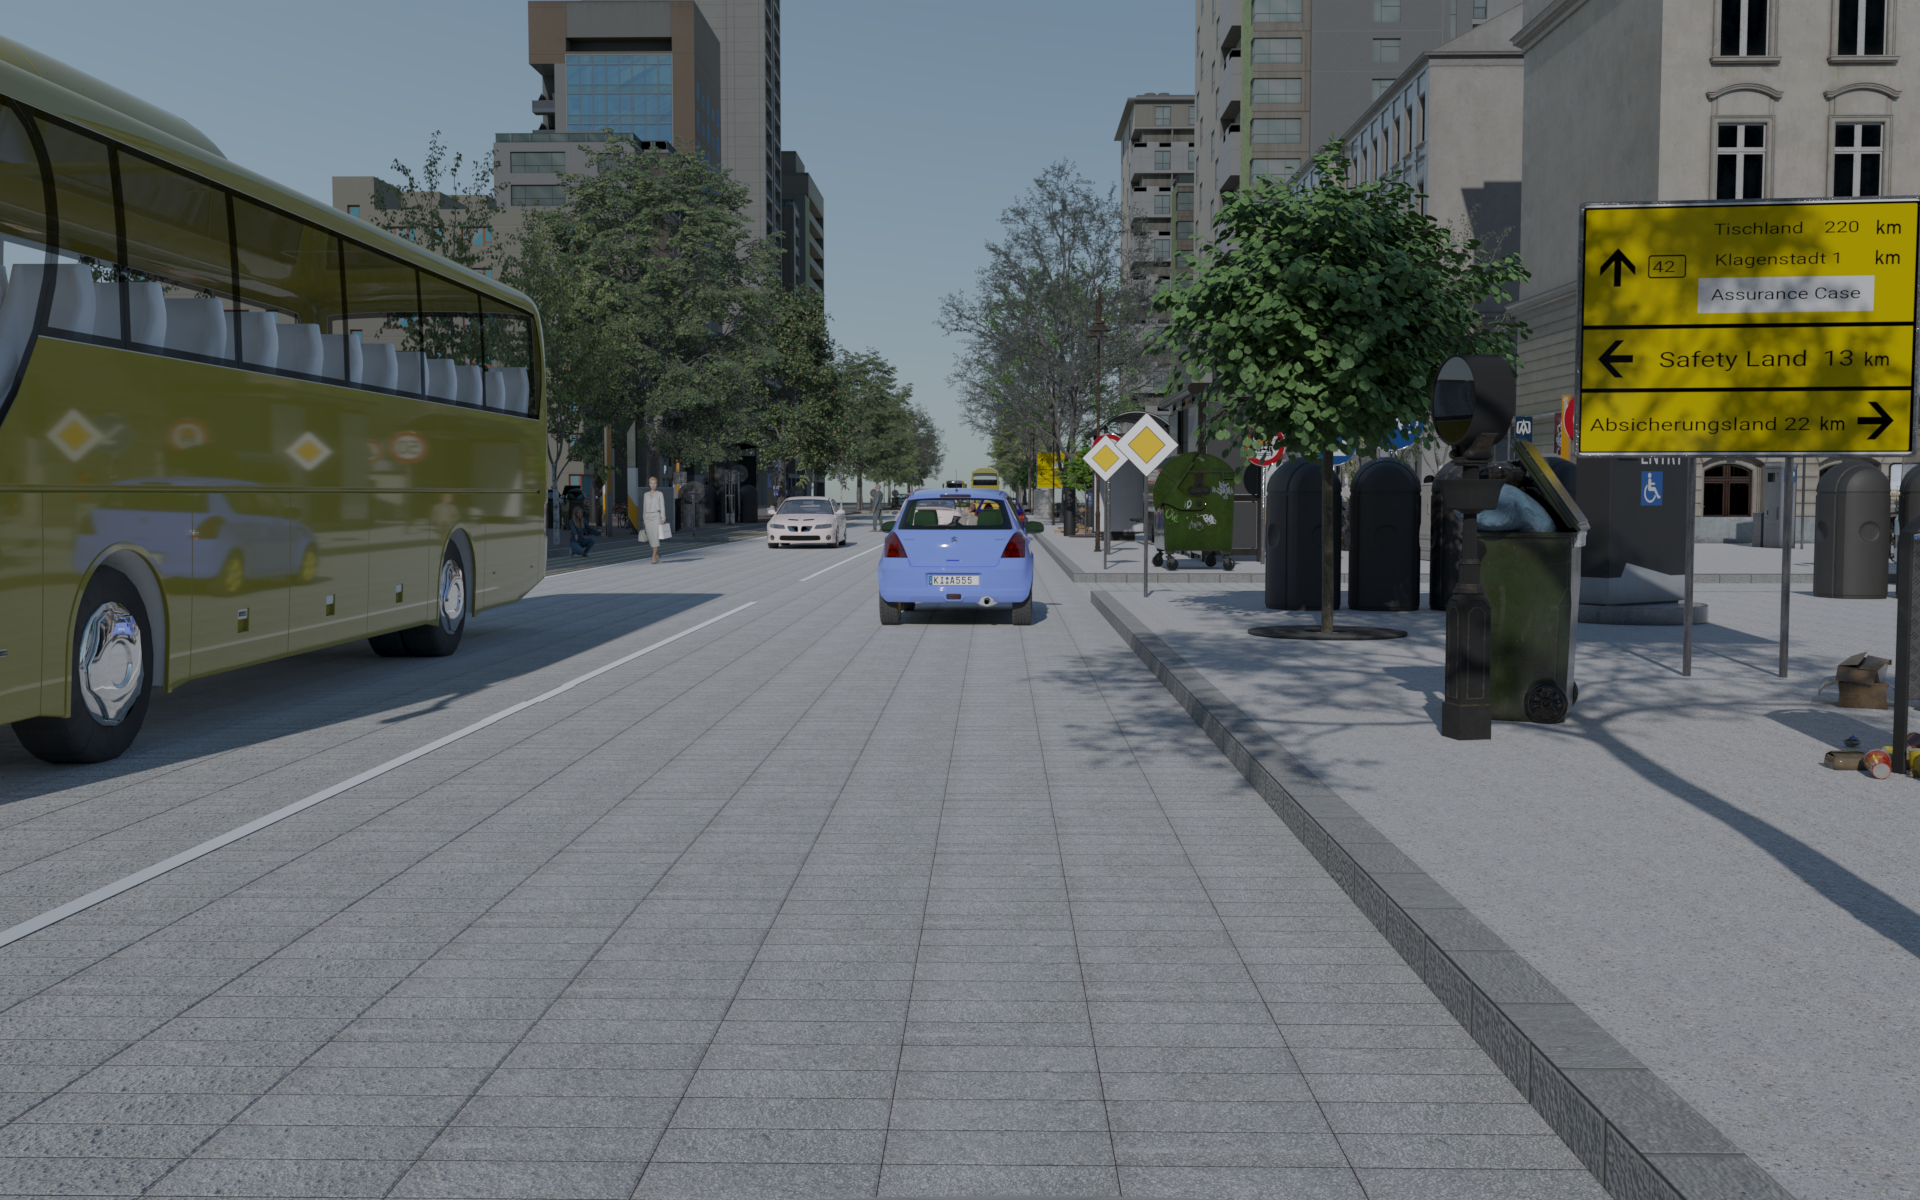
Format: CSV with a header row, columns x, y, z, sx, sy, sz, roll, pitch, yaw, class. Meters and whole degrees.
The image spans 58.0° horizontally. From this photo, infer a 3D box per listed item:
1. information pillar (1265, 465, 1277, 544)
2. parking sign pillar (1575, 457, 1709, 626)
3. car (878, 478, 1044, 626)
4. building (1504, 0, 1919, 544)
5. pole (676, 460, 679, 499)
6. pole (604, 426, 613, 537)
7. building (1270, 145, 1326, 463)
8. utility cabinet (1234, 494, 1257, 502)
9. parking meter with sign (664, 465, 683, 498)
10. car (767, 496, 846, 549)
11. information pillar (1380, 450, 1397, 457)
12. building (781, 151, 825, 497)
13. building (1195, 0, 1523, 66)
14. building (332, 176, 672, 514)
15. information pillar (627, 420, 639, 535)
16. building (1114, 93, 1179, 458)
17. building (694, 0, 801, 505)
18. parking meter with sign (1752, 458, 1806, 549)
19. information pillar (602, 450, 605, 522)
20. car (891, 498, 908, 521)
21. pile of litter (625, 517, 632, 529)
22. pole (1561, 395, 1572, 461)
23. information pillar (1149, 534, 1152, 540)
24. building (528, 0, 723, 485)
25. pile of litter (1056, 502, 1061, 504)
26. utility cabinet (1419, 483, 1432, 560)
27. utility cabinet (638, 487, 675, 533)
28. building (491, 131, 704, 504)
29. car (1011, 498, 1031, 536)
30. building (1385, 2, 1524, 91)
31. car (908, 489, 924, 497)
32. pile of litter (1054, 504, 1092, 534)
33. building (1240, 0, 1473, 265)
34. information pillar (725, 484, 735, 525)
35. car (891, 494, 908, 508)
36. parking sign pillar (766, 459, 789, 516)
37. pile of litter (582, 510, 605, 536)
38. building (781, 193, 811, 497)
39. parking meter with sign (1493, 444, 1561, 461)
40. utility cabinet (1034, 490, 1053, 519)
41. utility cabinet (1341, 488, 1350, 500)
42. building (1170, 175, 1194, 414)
x,y,z,sx,sy,sz,roll,pitch,yaw,class
7.464,-3.064,41.449,0.504,3.616,0.183,2,4,26,information pillar
6.812,-1.773,17.466,1.447,3.967,1.447,-2,4,-33,parking sign pillar
0.013,-0.649,20.199,1.945,1.707,3.694,0,4,2,car
34.862,-14.059,48.955,34.723,24.649,14.460,0,4,1,building
-16.774,-6.675,102.972,0.158,3.312,0.155,0,3,0,pole
-10.495,-3.538,51.682,0.158,3.312,0.155,0,3,0,pole
22.922,-15.048,95.187,9.793,20.994,18.267,0,4,1,building
7.814,-2.423,48.294,1.173,1.500,0.318,2,4,28,utility cabinet
-16.931,-6.620,104.505,1.738,3.016,0.543,-2,4,-25,parking meter with sign
-4.121,-2.125,47.098,2.083,1.381,4.827,0,4,1,car
5.506,-1.888,22.229,0.183,3.616,0.504,0,4,-2,information pillar
-31.066,-38.170,247.785,21.300,48.544,21.600,0,4,1,building
33.475,-33.533,137.506,28.713,52.752,27.495,0,4,1,building
-36.487,-16.814,119.951,27.650,21.520,28.899,0,4,1,building
-10.386,-3.893,55.005,0.183,3.616,0.504,-3,5,-43,information pillar
35.153,-38.893,225.141,28.713,52.752,27.495,0,4,1,building
-30.384,-47.321,211.946,20.563,71.187,20.611,0,4,1,building
19.434,-2.735,40.977,0.543,3.016,1.738,-1,4,-9,parking meter with sign
-16.276,-5.370,79.152,0.183,3.616,0.504,-1,4,-15,information pillar
-0.729,-1.931,43.928,2.083,1.381,4.827,0,4,0,car
-11.684,-3.058,63.967,1.176,0.858,1.719,3,4,36,pile of litter
12.487,-2.562,35.739,0.158,3.312,0.155,0,3,0,pole
5.480,-2.677,48.254,0.304,2.012,0.304,-3,5,-45,information pillar
-29.419,-30.937,155.922,14.600,45.320,14.200,0,4,1,building
5.346,-4.845,93.173,1.719,0.858,1.176,1,4,19,pile of litter
9.087,-1.501,33.227,0.318,1.500,1.173,0,4,-5,utility cabinet
-9.825,-2.891,55.946,1.173,1.500,0.318,0,4,-4,utility cabinet
-29.183,-22.623,141.592,14.160,30.474,14.107,0,4,1,building
1.267,-2.561,54.454,1.945,1.354,3.894,0,4,2,car
23.132,-13.932,76.946,9.793,20.994,18.267,0,4,1,building
-2.363,-6.724,118.615,2.281,1.827,5.304,0,4,3,car
3.808,-2.626,56.900,1.176,0.858,1.719,-2,4,-27,pile of litter
25.779,-26.524,117.262,14.154,41.232,14.086,0,4,1,building
-9.701,-4.193,73.051,0.304,2.012,0.304,1,4,12,information pillar
-5.444,-9.389,162.301,1.959,1.807,4.718,0,4,3,car
-10.802,-6.989,102.736,1.447,3.967,1.447,2,4,30,parking sign pillar
-11.560,-2.464,54.253,1.176,0.858,1.719,0,4,-2,pile of litter
-27.641,-33.427,230.123,14.154,41.232,14.086,0,4,1,building
10.824,-2.207,32.345,1.738,3.016,0.543,0,4,7,parking meter with sign
4.319,-4.969,89.928,0.318,1.500,1.173,-3,4,-37,utility cabinet
13.051,-3.073,58.914,1.173,1.500,0.318,-1,4,-9,utility cabinet
26.179,-23.694,159.104,14.160,30.474,14.107,0,4,1,building
